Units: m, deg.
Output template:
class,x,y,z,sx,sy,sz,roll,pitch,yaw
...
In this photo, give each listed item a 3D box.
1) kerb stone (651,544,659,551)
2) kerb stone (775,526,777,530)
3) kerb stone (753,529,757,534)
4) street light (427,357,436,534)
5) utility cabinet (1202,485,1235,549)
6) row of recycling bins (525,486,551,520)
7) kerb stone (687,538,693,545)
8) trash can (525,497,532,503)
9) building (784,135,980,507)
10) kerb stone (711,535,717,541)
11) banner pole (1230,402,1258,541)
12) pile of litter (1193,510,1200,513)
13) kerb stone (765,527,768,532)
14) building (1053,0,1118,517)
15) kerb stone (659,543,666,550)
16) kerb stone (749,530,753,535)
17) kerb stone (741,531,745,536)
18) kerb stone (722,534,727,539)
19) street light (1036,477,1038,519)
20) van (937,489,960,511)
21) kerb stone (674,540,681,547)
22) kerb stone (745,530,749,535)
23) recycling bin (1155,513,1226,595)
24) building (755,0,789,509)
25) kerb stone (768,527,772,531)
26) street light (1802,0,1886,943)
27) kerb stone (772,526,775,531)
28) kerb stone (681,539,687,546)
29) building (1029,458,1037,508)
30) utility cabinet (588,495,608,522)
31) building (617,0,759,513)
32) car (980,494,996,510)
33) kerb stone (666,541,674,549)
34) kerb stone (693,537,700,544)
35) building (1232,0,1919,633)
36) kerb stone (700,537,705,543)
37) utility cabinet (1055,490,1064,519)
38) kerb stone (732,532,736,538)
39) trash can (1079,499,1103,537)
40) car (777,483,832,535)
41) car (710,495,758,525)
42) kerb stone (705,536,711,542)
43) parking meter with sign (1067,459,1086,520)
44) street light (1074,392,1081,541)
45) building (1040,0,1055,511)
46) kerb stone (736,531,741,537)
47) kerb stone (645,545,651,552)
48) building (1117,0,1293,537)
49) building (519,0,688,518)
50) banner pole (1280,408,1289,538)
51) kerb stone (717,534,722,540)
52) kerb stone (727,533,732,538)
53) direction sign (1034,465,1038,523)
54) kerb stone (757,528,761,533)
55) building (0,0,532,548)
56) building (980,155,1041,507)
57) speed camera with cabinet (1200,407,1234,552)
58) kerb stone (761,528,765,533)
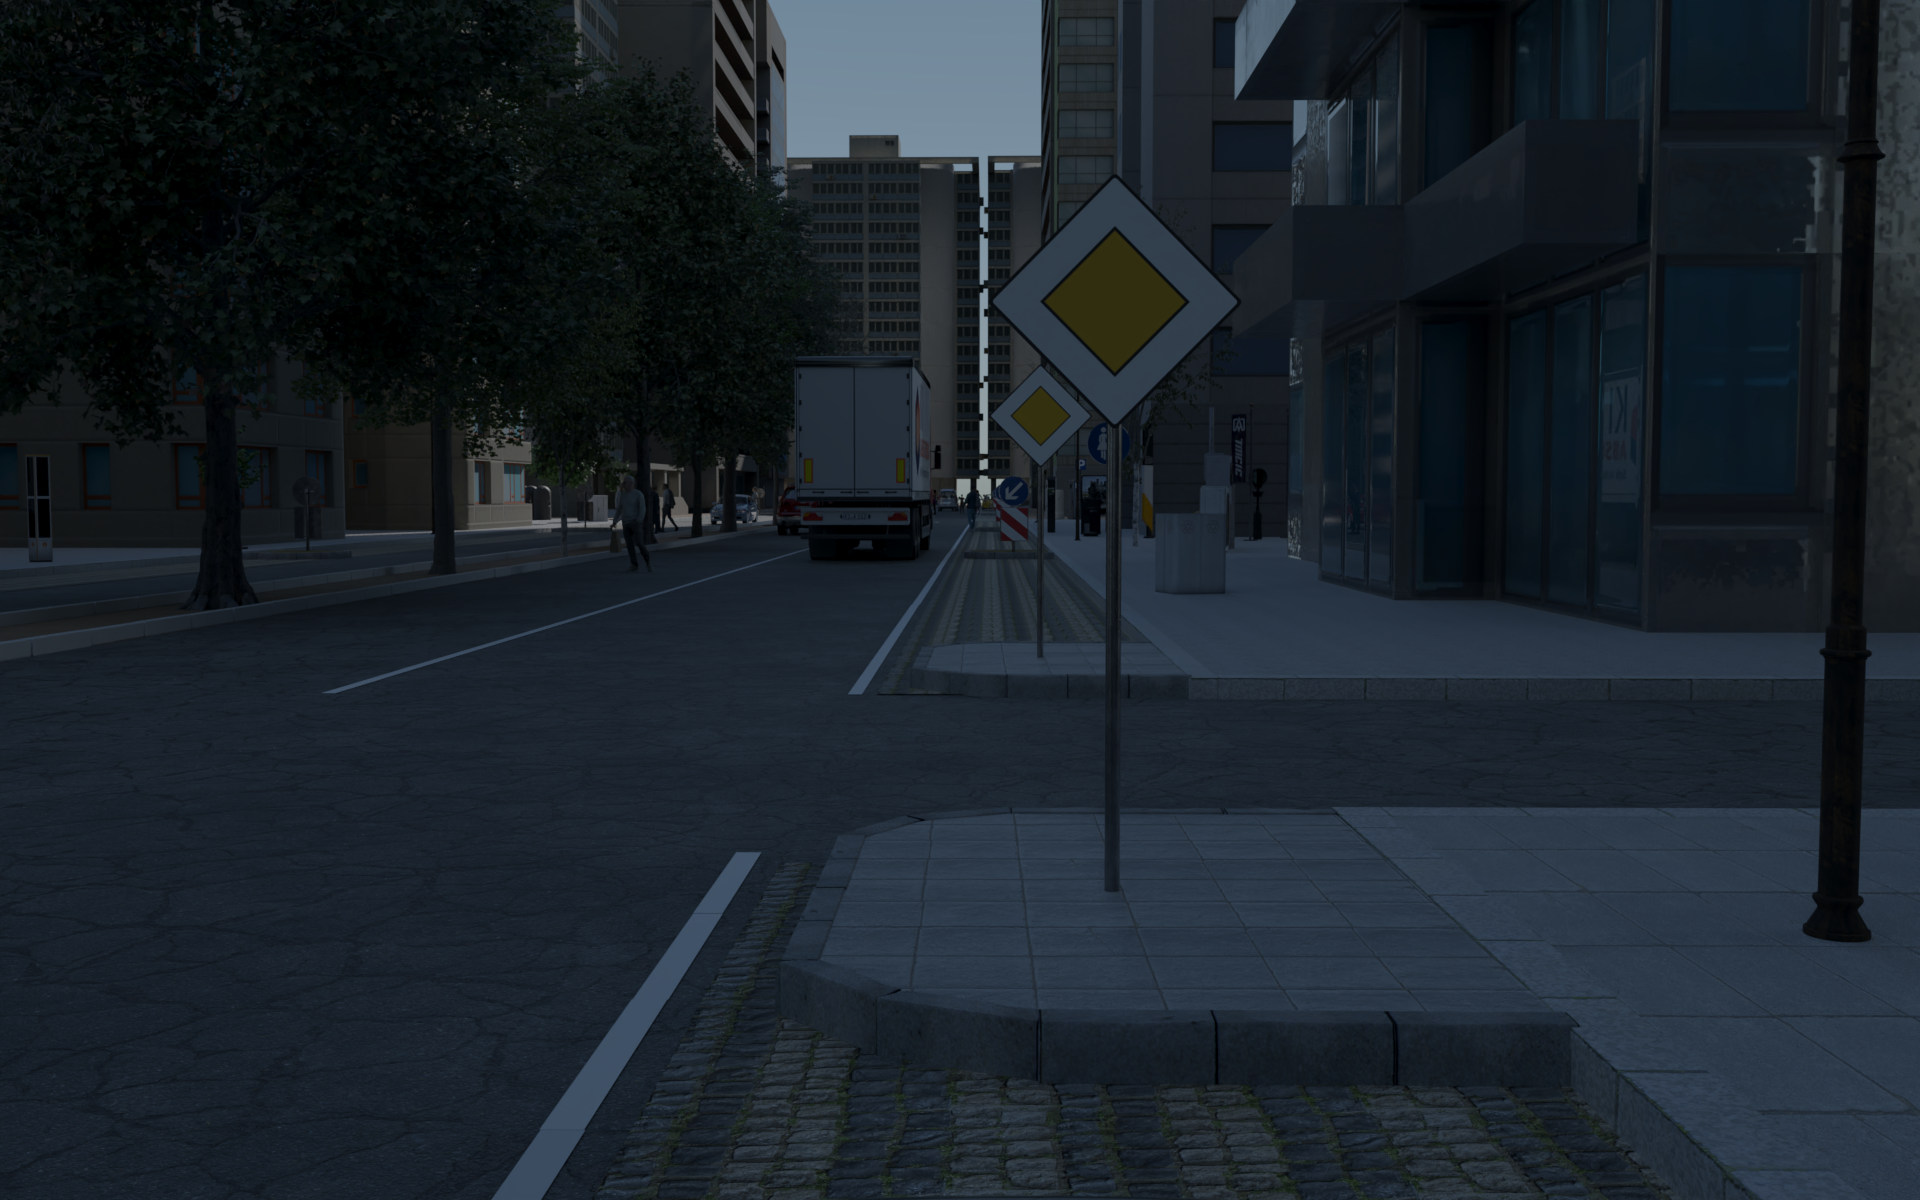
class,x,y,z,sx,sy,sz,roll,pitch,yaw
kerb stone,-7.785,-1.302,43.487,0.120,0.150,1.000,0,4,1
kerb stone,-7.362,-2.803,68.066,0.120,0.150,1.000,0,4,1
kerb stone,-7.470,-2.426,61.911,0.120,0.150,1.000,0,4,1
street light,-16.756,-5.027,54.976,0.468,5.910,1.993,0,4,1
utility cabinet,6.034,-1.952,40.586,0.318,1.500,1.173,-1,4,-18
row of recycling bins,-21.554,-4.855,86.486,1.069,1.692,3.534,-3,5,-42
kerb stone,-7.701,-1.615,48.607,0.120,0.150,1.000,0,4,1
trash can,-21.058,-4.408,83.728,0.748,1.137,0.748,0,3,0
building,-9.403,-30.468,190.036,23.993,40.220,32.217,0,4,1
kerb stone,-7.623,-1.866,52.701,0.120,0.150,1.000,0,4,1
banner pole,7.791,-3.520,47.568,0.863,3.779,0.401,3,5,39
pile of litter,6.184,-1.919,45.346,1.719,0.858,1.176,2,4,31
kerb stone,-7.411,-2.617,64.989,0.120,0.150,1.000,0,4,1
building,12.581,-25.664,103.208,14.154,41.232,14.086,0,4,1
kerb stone,-7.764,-1.365,44.509,0.120,0.150,1.000,0,4,1
kerb stone,-7.479,-2.367,60.889,0.120,0.150,1.000,0,4,1
kerb stone,-7.518,-2.241,58.841,0.120,0.150,1.000,0,4,1
kerb stone,-7.592,-1.987,54.751,0.120,0.150,1.000,0,4,1
street light,3.937,-7.022,87.595,0.468,5.910,1.993,0,4,1
van,-0.970,-8.369,143.850,2.013,2.044,4.112,0,4,2
kerb stone,-7.726,-1.486,46.553,0.120,0.150,1.000,0,4,1
kerb stone,-7.493,-2.301,59.867,0.120,0.150,1.000,0,4,1
recycling bin,2.991,-0.609,22.506,0.722,1.027,0.722,-1,4,-15
building,-23.375,-30.913,155.539,14.200,45.320,14.600,0,4,1
kerb stone,-7.396,-2.680,66.011,0.120,0.150,1.000,0,4,1
street light,2.552,-1.962,4.862,0.468,5.910,1.993,0,4,1
kerb stone,-7.379,-2.741,67.040,0.120,0.150,1.000,0,4,1
kerb stone,-7.709,-1.553,47.581,0.120,0.150,1.000,0,4,1
building,17.490,-50.983,146.238,22.319,86.520,31.000,0,4,1
utility cabinet,-16.912,-4.264,80.876,1.020,1.237,0.306,2,4,34
building,-26.590,-30.600,124.010,21.300,48.544,21.600,0,4,1
car,2.760,-8.520,149.523,2.015,1.641,3.980,0,4,-1
kerb stone,-7.746,-1.425,45.531,0.120,0.150,1.000,0,4,1
kerb stone,-7.676,-1.678,49.629,0.120,0.150,1.000,0,4,1
building,19.263,-24.724,23.841,30.456,49.044,23.786,0,4,1
kerb stone,-7.660,-1.737,50.652,0.120,0.150,1.000,0,4,1
utility cabinet,4.786,-4.767,86.625,0.318,1.500,1.173,2,4,35
kerb stone,-7.546,-2.113,56.797,0.120,0.150,1.000,0,4,1
trash can,3.957,-2.491,52.380,0.748,1.137,0.748,0,3,0
car,-5.290,-3.253,61.862,2.281,1.827,5.304,0,4,2
car,-10.762,-4.333,82.850,2.014,1.417,4.499,0,4,2
kerb stone,-7.645,-1.803,51.674,0.120,0.150,1.000,0,4,1
parking meter with sign,5.821,-5.564,87.239,0.543,3.016,1.738,-1,4,-14
street light,3.239,-4.573,47.564,0.468,5.910,1.993,0,4,1
building,16.619,-30.425,121.157,21.300,48.544,21.600,0,4,1
kerb stone,-7.535,-2.178,57.819,0.120,0.150,1.000,0,4,1
kerb stone,-7.798,-1.235,42.465,0.120,0.150,1.000,0,4,1
building,16.399,-31.907,63.681,21.231,58.520,28.212,0,4,1
building,-33.288,-25.010,100.802,32.217,40.220,23.993,0,4,1
banner pole,9.743,-3.684,50.255,0.863,3.779,0.401,1,4,13
kerb stone,-7.614,-1.920,53.724,0.120,0.150,1.000,0,4,1
kerb stone,-7.573,-2.054,55.774,0.120,0.150,1.000,0,4,1
direction sign,3.511,-5.229,77.486,0.379,3.537,0.876,0,4,-3
kerb stone,-7.441,-2.492,62.933,0.120,0.150,1.000,0,4,1
building,-31.371,-12.854,55.201,27.650,21.520,28.899,0,4,1
building,14.577,-30.411,189.104,23.993,40.220,32.217,0,4,1
speed camera with cabinet,5.745,-2.715,38.720,0.660,3.252,2.038,1,4,13
kerb stone,-7.432,-2.554,63.961,0.120,0.150,1.000,0,4,1
